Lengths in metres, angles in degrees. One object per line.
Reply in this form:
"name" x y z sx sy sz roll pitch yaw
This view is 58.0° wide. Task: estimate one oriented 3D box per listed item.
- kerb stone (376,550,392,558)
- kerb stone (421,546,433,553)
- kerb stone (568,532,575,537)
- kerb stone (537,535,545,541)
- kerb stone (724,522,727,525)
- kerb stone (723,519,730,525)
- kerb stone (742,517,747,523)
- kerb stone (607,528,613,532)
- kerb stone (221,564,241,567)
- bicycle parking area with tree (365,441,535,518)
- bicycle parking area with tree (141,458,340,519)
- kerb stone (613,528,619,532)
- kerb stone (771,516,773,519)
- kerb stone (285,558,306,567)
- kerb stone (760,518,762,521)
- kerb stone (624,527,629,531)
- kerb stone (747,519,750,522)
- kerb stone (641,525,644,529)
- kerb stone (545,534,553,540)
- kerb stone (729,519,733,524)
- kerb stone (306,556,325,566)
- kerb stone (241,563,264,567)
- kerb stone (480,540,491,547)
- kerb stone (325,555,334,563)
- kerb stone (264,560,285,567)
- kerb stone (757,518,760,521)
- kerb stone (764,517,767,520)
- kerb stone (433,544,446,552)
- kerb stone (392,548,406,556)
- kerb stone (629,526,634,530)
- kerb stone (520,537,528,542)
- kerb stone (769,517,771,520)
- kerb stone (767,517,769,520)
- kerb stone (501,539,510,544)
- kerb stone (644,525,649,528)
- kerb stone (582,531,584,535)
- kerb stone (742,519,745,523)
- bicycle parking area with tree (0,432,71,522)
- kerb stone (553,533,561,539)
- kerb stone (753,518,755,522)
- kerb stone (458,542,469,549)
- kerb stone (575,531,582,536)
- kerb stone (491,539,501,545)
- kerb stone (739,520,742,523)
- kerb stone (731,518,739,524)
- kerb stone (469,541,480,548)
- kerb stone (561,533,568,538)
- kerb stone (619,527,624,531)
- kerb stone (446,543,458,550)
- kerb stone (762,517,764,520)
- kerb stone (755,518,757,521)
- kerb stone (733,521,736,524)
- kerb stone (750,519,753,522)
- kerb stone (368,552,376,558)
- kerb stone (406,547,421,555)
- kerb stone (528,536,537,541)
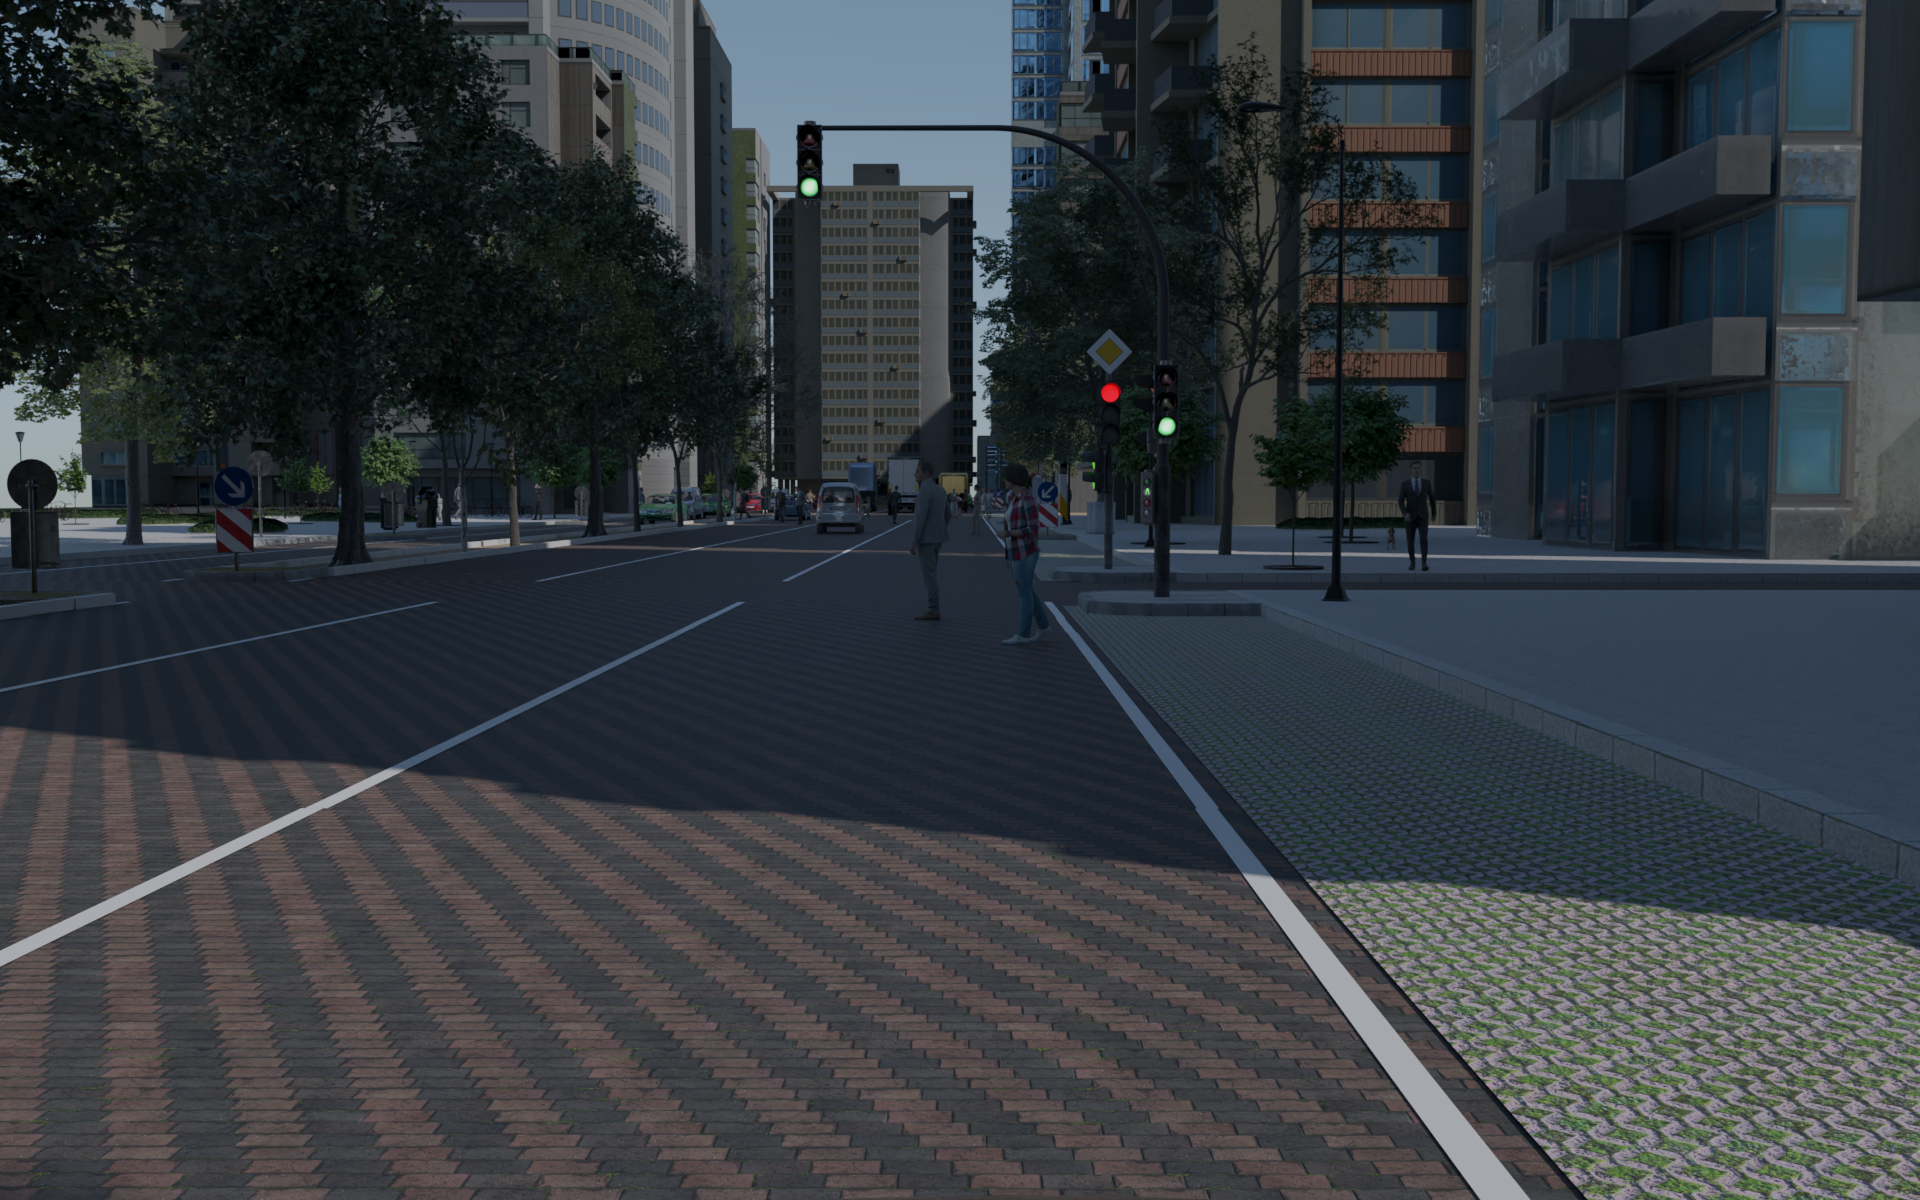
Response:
"kerb stone" -13.047 -1.013 38.909 0.120 0.150 1.000 0 4 0
"kerb stone" -13.039 -1.208 41.977 0.120 0.150 1.000 0 4 0
"kerb stone" -12.993 -2.150 57.347 0.120 0.150 1.000 0 4 0
"kerb stone" -13.001 -1.898 53.234 0.120 0.150 1.000 0 4 0
"kerb stone" -10.834 -3.467 78.877 0.120 0.150 1.000 0 4 0
"kerb stone" -10.835 -3.529 79.899 0.120 0.150 1.000 0 4 0
"kerb stone" -10.811 -3.905 86.049 0.120 0.150 1.000 0 4 0
"kerb stone" -12.981 -2.527 63.518 0.120 0.150 1.000 0 4 0
"kerb stone" -13.064 -0.516 30.708 0.120 0.150 1.000 0 4 0
"bicycle parking area with tree" -27.749 -6.608 95.043 8.231 4.147 9.016 -3 5 -40
"bicycle parking area with tree" -38.092 -6.385 91.391 8.231 4.147 9.016 2 4 26
"kerb stone" -12.973 -2.587 64.541 0.120 0.150 1.000 0 4 0
"kerb stone" -10.780 -4.596 97.336 0.120 0.150 1.000 0 4 0
"kerb stone" -13.067 -0.708 33.786 0.120 0.150 1.000 0 4 0
"kerb stone" -10.792 -4.282 92.216 0.120 0.150 1.000 0 4 0
"kerb stone" -12.963 -2.715 66.587 0.120 0.150 1.000 0 4 0
"kerb stone" -10.813 -3.969 87.088 0.120 0.150 1.000 0 4 0
"kerb stone" -12.955 -2.904 69.674 0.120 0.150 1.000 0 4 0
"kerb stone" -13.003 -1.961 54.257 0.120 0.150 1.000 0 4 0
"kerb stone" -10.829 -3.592 80.921 0.120 0.150 1.000 0 4 0
"kerb stone" -13.060 -0.771 34.808 0.120 0.150 1.000 0 4 0
"kerb stone" -13.071 -0.582 31.739 0.120 0.150 1.000 0 4 0
"kerb stone" -13.028 -1.521 47.089 0.120 0.150 1.000 0 4 0
"kerb stone" -13.064 -0.834 35.831 0.120 0.150 1.000 0 4 0
"kerb stone" -13.068 -0.637 32.762 0.120 0.150 1.000 0 4 0
"kerb stone" -10.795 -4.219 91.182 0.120 0.150 1.000 0 4 0
"kerb stone" -10.786 -4.408 94.266 0.120 0.150 1.000 0 4 0
"kerb stone" -13.035 -1.272 42.999 0.120 0.150 1.000 0 4 0
"kerb stone" -13.046 -1.085 39.931 0.120 0.150 1.000 0 4 0
"kerb stone" -12.964 -2.775 67.624 0.120 0.150 1.000 0 4 0
"kerb stone" -13.018 -1.768 51.190 0.120 0.150 1.000 0 4 0
"kerb stone" -10.786 -4.532 96.314 0.120 0.150 1.000 0 4 0
"kerb stone" -10.784 -4.469 95.289 0.120 0.150 1.000 0 4 0
"kerb stone" -13.022 -1.648 49.144 0.120 0.150 1.000 0 4 0
"kerb stone" -12.958 -2.967 70.702 0.120 0.150 1.000 0 4 0
"kerb stone" -12.988 -2.276 59.402 0.120 0.150 1.000 0 4 0
"kerb stone" -10.812 -3.836 85.027 0.120 0.150 1.000 0 4 0
"bicycle parking area with tree" -45.702 -5.645 79.303 8.231 4.147 9.016 0 4 2
"kerb stone" -12.997 -2.024 55.293 0.120 0.150 1.000 0 4 0
"kerb stone" -10.800 -4.094 89.132 0.120 0.150 1.000 0 4 0
"kerb stone" -13.033 -1.396 45.044 0.120 0.150 1.000 0 4 0
"kerb stone" -12.991 -2.212 58.370 0.120 0.150 1.000 0 4 0
"kerb stone" -13.025 -1.585 48.116 0.120 0.150 1.000 0 4 0
"kerb stone" -10.813 -3.780 84.004 0.120 0.150 1.000 0 4 0
"kerb stone" -10.822 -3.710 82.976 0.120 0.150 1.000 0 4 0
"kerb stone" -13.032 -1.460 46.066 0.120 0.150 1.000 0 4 0
"kerb stone" -12.993 -2.083 56.320 0.120 0.150 1.000 0 4 0
"kerb stone" -12.969 -2.652 65.563 0.120 0.150 1.000 0 4 0
"kerb stone" -13.034 -1.335 44.022 0.120 0.150 1.000 0 4 0
"kerb stone" -10.795 -4.345 93.238 0.120 0.150 1.000 0 4 0
"kerb stone" -10.796 -4.155 90.156 0.120 0.150 1.000 0 4 0
"kerb stone" -10.824 -3.648 81.948 0.120 0.150 1.000 0 4 0
"kerb stone" -10.801 -4.031 88.110 0.120 0.150 1.000 0 4 0
"kerb stone" -13.056 -0.959 37.876 0.120 0.150 1.000 0 4 0
"kerb stone" -13.034 -1.146 40.953 0.120 0.150 1.000 0 4 0
"kerb stone" -13.011 -1.833 52.212 0.120 0.150 1.000 0 4 0
